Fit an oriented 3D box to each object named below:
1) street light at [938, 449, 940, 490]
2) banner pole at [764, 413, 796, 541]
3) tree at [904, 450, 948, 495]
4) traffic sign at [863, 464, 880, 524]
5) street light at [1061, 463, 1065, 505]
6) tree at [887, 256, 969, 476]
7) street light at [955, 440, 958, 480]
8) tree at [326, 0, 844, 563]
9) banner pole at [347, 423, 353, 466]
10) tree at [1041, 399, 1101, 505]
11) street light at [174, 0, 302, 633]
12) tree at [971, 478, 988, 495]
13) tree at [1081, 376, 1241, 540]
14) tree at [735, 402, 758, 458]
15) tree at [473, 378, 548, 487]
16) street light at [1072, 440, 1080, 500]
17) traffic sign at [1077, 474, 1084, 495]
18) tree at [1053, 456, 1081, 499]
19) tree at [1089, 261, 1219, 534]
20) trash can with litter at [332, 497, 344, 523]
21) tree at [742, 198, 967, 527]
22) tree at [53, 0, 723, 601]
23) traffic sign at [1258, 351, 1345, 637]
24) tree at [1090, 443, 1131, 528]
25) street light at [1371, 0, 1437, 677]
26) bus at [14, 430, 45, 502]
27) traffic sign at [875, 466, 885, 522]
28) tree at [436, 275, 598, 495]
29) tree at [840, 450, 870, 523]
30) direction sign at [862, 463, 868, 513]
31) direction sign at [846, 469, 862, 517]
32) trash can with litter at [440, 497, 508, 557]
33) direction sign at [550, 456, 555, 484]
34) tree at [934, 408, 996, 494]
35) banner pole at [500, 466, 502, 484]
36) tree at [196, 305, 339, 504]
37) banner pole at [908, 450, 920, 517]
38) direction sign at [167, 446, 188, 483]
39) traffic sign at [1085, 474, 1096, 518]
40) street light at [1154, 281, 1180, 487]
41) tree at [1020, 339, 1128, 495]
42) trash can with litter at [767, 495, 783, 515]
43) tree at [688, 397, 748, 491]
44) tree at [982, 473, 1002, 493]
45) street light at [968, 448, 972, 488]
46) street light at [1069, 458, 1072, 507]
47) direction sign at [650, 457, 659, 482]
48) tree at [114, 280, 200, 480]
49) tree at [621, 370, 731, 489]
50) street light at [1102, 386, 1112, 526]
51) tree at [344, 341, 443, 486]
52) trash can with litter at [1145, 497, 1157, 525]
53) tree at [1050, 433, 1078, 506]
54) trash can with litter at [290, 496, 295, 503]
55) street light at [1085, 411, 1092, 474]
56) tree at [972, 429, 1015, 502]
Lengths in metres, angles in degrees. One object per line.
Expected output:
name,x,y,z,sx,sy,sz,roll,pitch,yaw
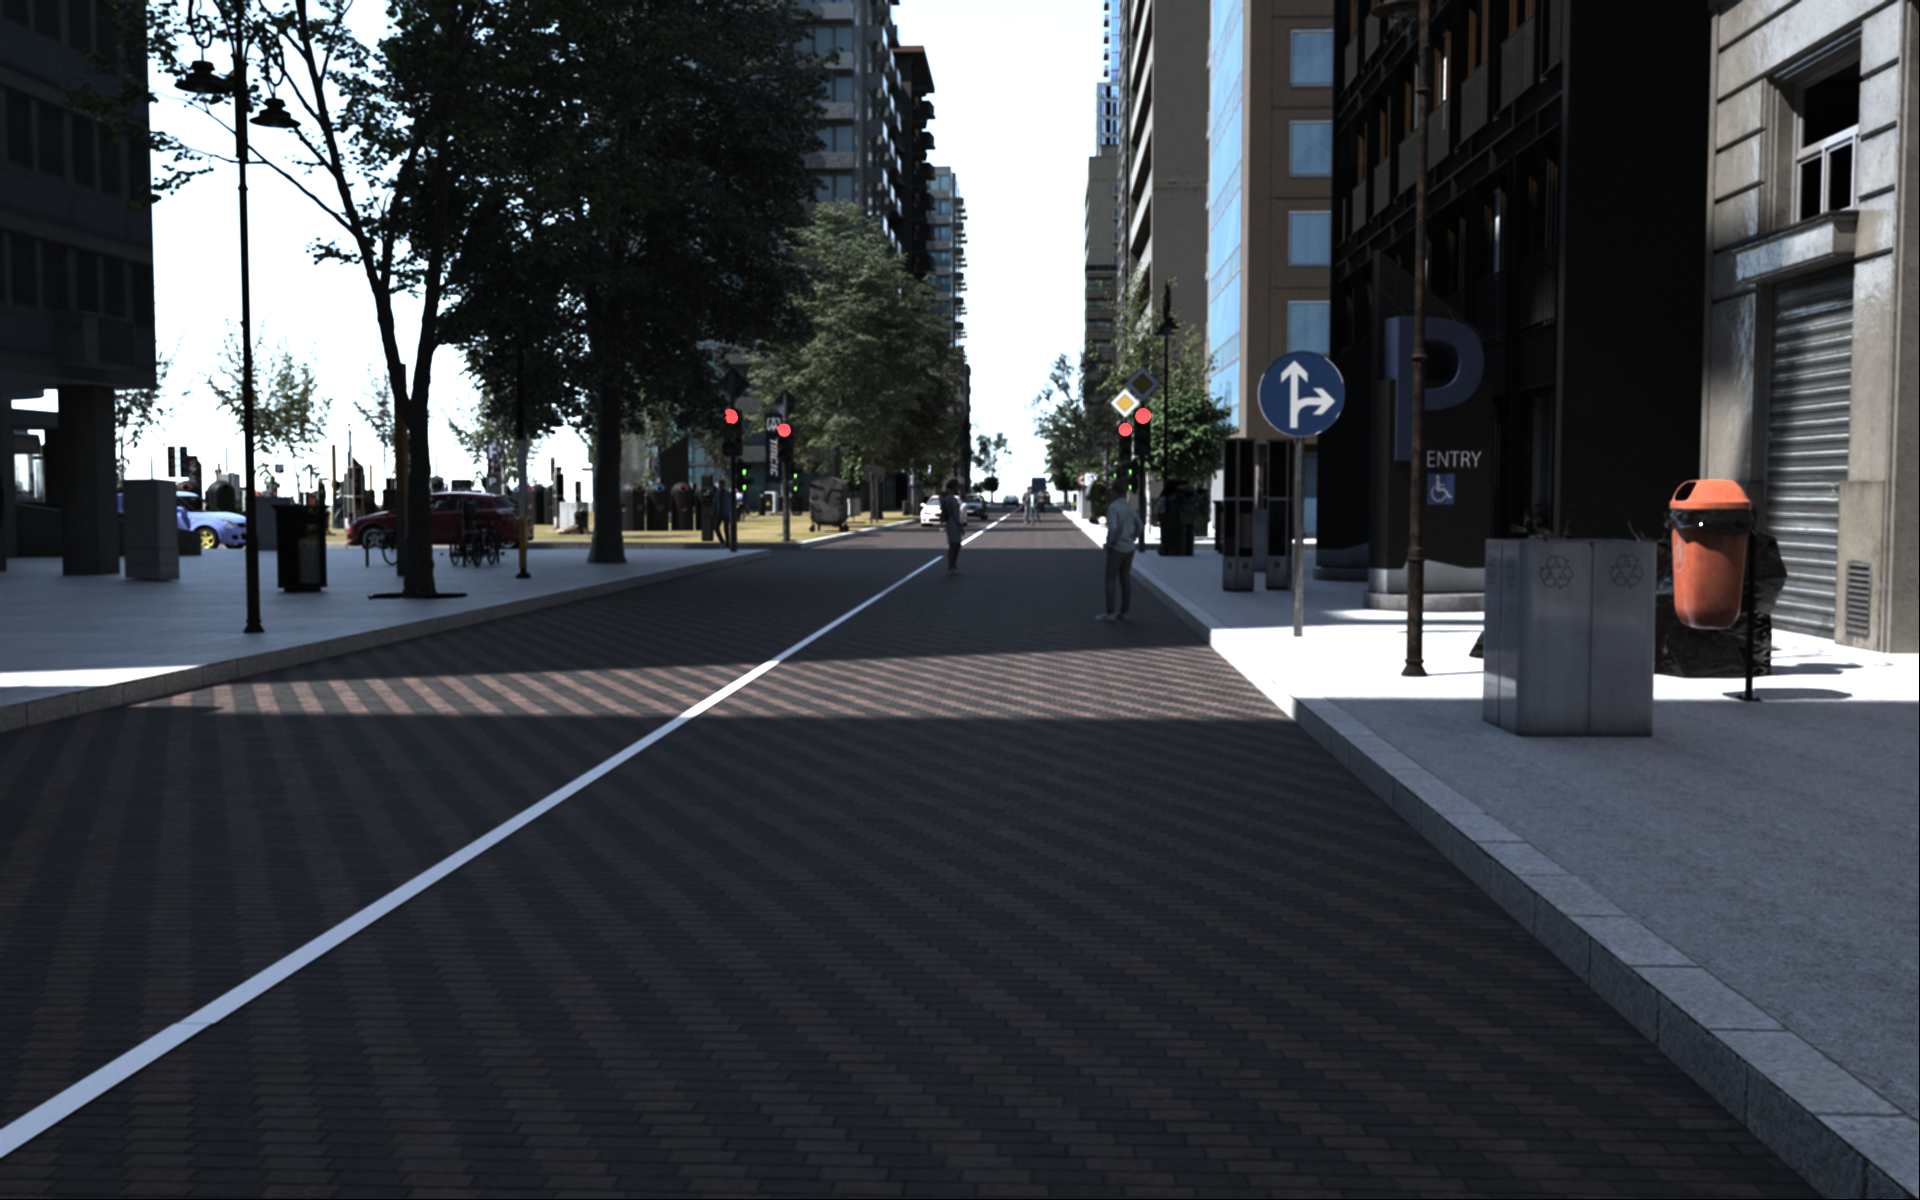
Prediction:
street light,-1.482,-9.197,123.165,0.468,5.910,1.993,0,4,3
banner pole,-4.917,-3.500,47.244,0.863,3.779,0.401,0,4,7
tree,-2.543,-8.838,128.211,4.285,4.588,4.351,0,3,0
traffic sign,-3.810,-4.540,74.328,0.768,2.556,0.104,1,4,10
street light,11.952,-13.713,197.000,0.468,5.910,1.993,0,4,3
tree,-4.291,-11.087,87.934,9.857,13.997,8.962,0,3,0
street light,-0.313,-10.791,149.215,0.468,5.910,1.993,0,4,3
tree,-6.629,-7.677,32.174,9.857,13.997,8.962,0,3,0
banner pole,-21.386,-4.332,60.848,0.401,3.779,0.863,-2,4,-28
tree,13.078,-17.600,205.889,7.486,12.596,7.792,0,3,0
street light,-6.549,-2.636,15.887,0.468,5.910,1.993,0,4,3
tree,2.043,-13.559,216.295,1.663,3.219,1.824,0,3,0
tree,6.214,-3.970,48.622,4.285,4.588,4.351,0,3,0
tree,-15.321,-9.787,110.381,4.737,8.622,4.395,0,3,0
tree,-26.413,-9.227,101.230,4.360,8.622,3.978,0,3,0
street light,8.262,-9.048,120.714,0.468,5.910,1.993,0,4,3
traffic sign,7.801,-6.707,109.759,0.768,2.556,0.104,1,4,12
tree,9.318,-9.060,131.837,4.285,4.588,4.351,0,3,0
tree,6.011,-6.374,54.583,4.737,8.622,4.395,0,3,0
trash can with litter,-26.299,-3.807,73.632,0.624,1.170,1.055,0,4,-4
tree,-4.373,-9.105,66.994,7.486,12.596,7.792,0,3,0
tree,-6.751,-5.822,20.944,9.928,11.665,9.643,0,3,0
traffic sign,3.042,-0.942,15.512,0.768,2.556,0.104,0,4,5
tree,5.965,-4.357,65.842,1.663,3.219,1.824,0,3,0
street light,3.206,-2.401,12.050,0.468,5.910,1.993,0,4,3
bus,-29.195,-2.975,43.495,13.247,3.499,2.948,0,4,2
traffic sign,-3.750,-4.778,78.220,0.768,2.556,0.104,1,4,10
tree,-13.057,-6.117,50.371,4.737,8.622,4.395,0,3,0
tree,-4.702,-4.987,76.142,1.663,3.219,1.824,0,3,0
direction sign,-6.835,-7.835,120.095,0.876,3.537,0.379,0,4,-1
direction sign,-6.125,-6.459,97.605,0.876,3.537,0.379,-1,4,-19
trash can with litter,-10.043,-1.543,36.280,1.678,1.210,2.233,0,4,3
direction sign,-24.601,-6.892,104.681,0.379,3.537,0.876,-2,4,-30
tree,0.464,-15.513,188.048,7.601,10.594,8.767,0,4,7
banner pole,-31.535,-7.872,118.724,0.863,3.779,0.401,-2,4,-24
tree,-27.812,-7.218,68.379,4.737,8.622,4.395,0,3,0
banner pole,-2.642,-6.674,99.141,0.863,3.779,0.401,2,4,33
direction sign,-36.972,-5.500,81.916,0.876,3.537,0.379,-1,4,-17
traffic sign,6.537,-5.157,86.447,0.606,2.300,0.079,1,4,12
street light,4.477,-3.967,37.656,0.468,5.910,1.993,0,4,3
tree,7.606,-10.328,103.278,8.767,10.594,7.601,1,4,9
trash can with litter,-11.292,-5.859,106.852,1.678,1.210,2.233,2,4,27
tree,-14.396,-9.337,103.019,4.360,8.622,3.978,0,3,0
tree,4.875,-17.367,267.655,4.285,4.588,4.351,0,3,0
street light,1.045,-12.355,174.791,0.468,5.910,1.993,0,4,3
street light,9.508,-10.550,145.272,0.468,5.910,1.993,0,4,3
direction sign,-18.596,-6.941,105.487,0.876,3.537,0.379,3,5,43
tree,-27.989,-6.592,58.141,4.360,8.622,3.978,0,3,0
tree,-14.198,-8.076,82.402,4.737,8.622,4.395,0,3,0
street light,5.943,-5.930,69.743,0.468,5.910,1.993,0,4,3
tree,-27.465,-8.147,83.565,4.360,8.622,3.978,0,3,0
trash can with litter,7.856,-3.671,71.405,0.624,1.170,1.055,-1,4,-18
tree,11.808,-14.872,193.526,4.360,8.622,3.978,0,3,0
trash can with litter,-47.159,-6.731,121.440,1.055,1.170,0.624,1,4,12
street light,7.074,-7.483,95.133,0.468,5.910,1.993,0,4,3
tree,5.199,-21.467,276.737,9.928,11.665,9.643,0,3,0
